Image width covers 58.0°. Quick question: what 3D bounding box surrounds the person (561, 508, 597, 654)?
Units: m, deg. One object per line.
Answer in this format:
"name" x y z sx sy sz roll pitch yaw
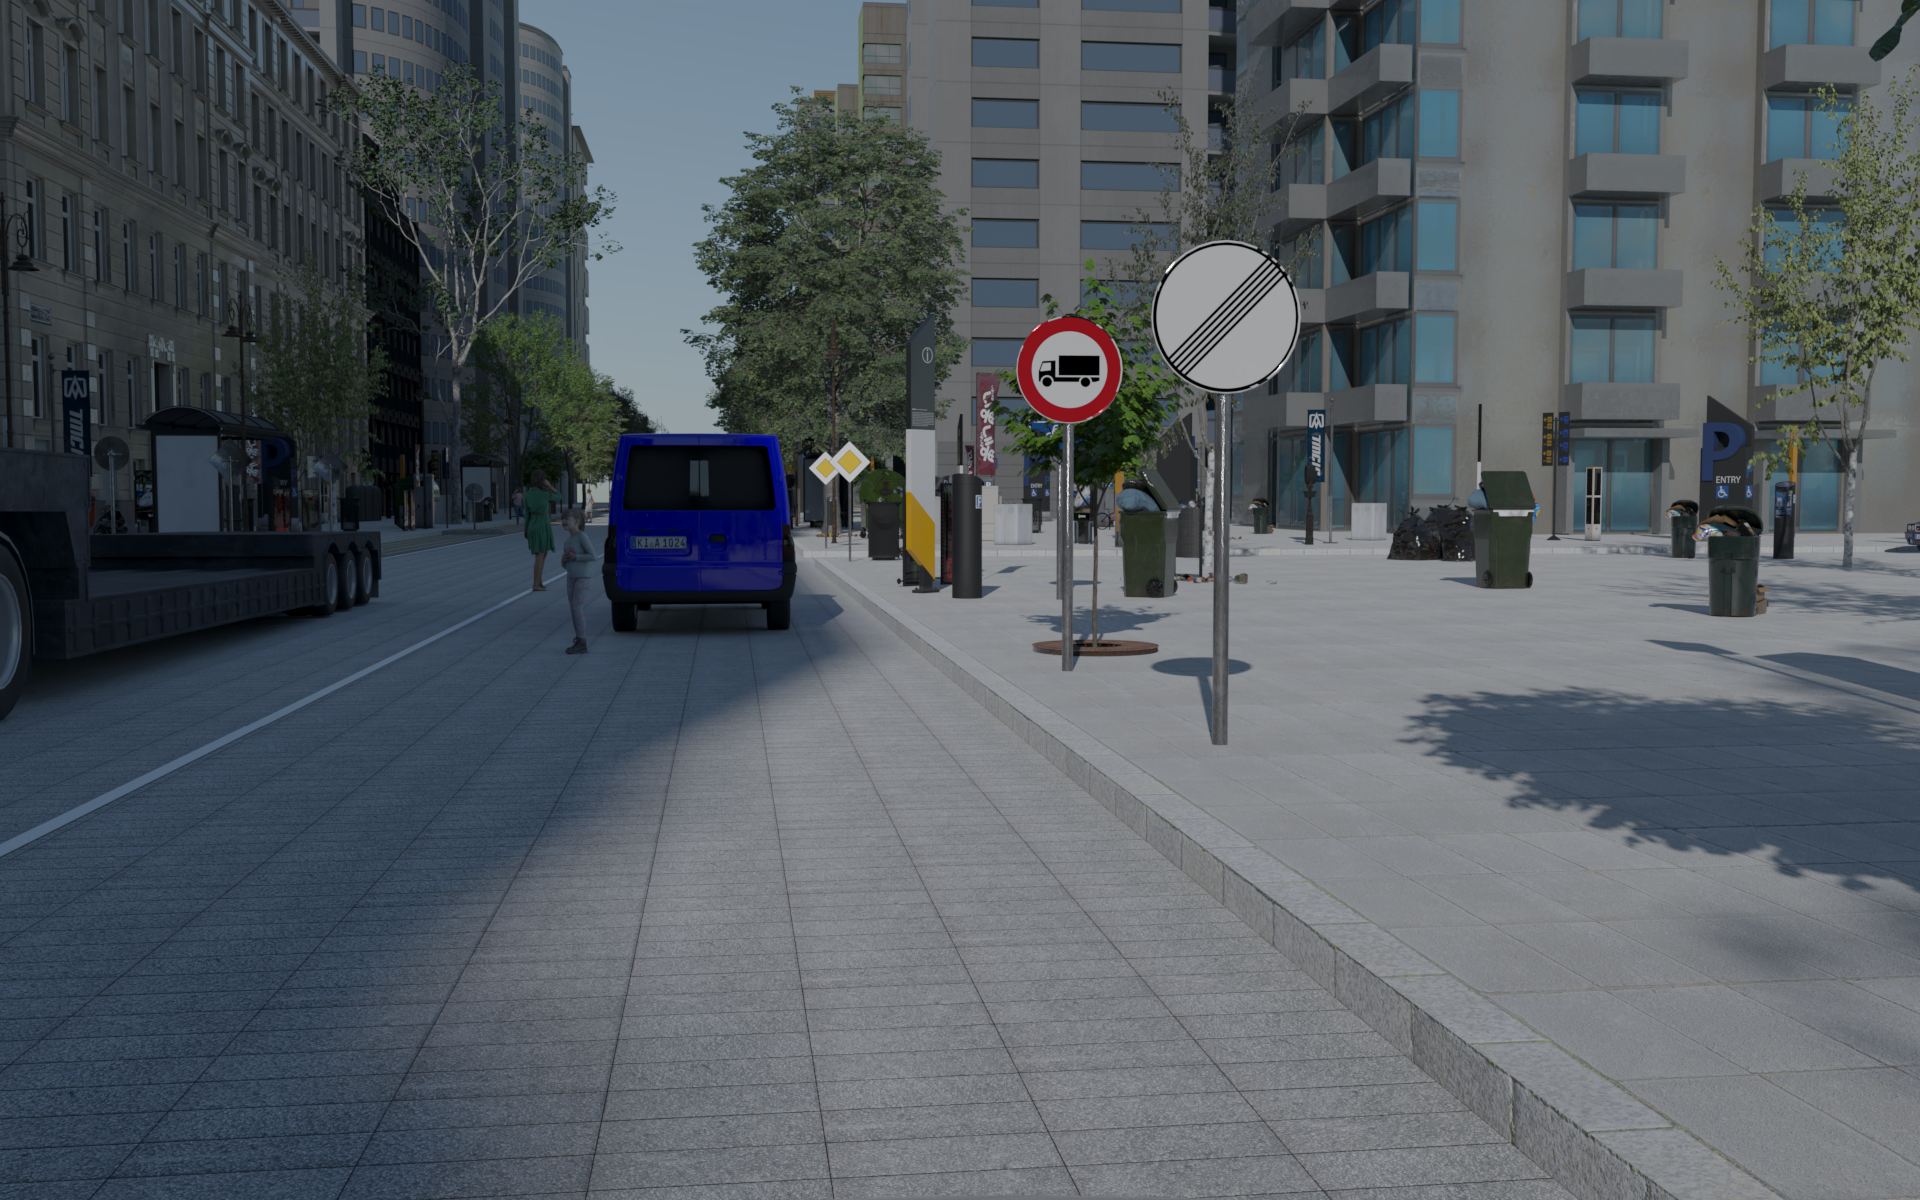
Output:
"person" -3.467 -0.175 15.641 0.425 1.301 0.394 2 4 25

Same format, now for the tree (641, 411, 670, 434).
"tree" -46.533 -21.160 256.335 12.009 13.543 11.850 0 3 0

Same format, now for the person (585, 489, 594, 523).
"person" -18.299 -4.649 85.508 0.522 1.701 0.512 0 4 3

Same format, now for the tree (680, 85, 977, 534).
"tree" -4.046 -9.113 55.649 9.857 13.997 8.962 0 3 0

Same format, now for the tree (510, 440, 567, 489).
"tree" -25.494 -7.400 104.709 4.285 4.588 4.351 0 3 0

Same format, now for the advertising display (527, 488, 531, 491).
"advertising display" -26.729 -6.345 108.957 0.974 1.923 0.123 -3 5 -41

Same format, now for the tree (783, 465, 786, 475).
"tree" -10.275 -6.196 95.910 1.663 3.219 1.824 0 3 0

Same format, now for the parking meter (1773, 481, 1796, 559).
"parking meter" 16.296 -1.579 34.235 0.372 1.533 0.369 0 3 0

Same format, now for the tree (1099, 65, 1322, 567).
"tree" 4.401 -4.907 30.600 4.360 8.622 3.978 0 3 0

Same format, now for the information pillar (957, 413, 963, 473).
"information pillar" 0.004 -3.623 50.594 0.183 3.616 0.504 -1 4 -10

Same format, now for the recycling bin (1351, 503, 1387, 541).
"recycling bin" 11.353 -2.173 48.079 0.722 1.027 0.722 -3 5 -44

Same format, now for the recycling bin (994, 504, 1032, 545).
"recycling bin" 1.346 -1.908 43.745 0.722 1.027 0.722 3 4 37

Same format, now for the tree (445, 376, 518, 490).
"tree" -30.066 -9.693 108.842 4.737 8.622 4.395 0 3 0

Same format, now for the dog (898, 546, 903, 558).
"dog" -1.377 -1.012 35.840 0.540 0.507 0.406 -1 4 -12

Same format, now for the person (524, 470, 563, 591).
"person" -6.255 -1.037 25.704 0.600 1.795 0.529 1 4 16

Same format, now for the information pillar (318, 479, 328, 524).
"information pillar" -27.720 -4.334 75.356 0.304 2.012 0.304 1 4 8

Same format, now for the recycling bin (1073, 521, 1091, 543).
"recycling bin" 3.032 -2.048 46.036 0.722 1.027 0.722 -1 4 -14

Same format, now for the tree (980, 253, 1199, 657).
"tree" 0.971 -1.193 14.109 1.663 3.219 1.824 0 3 0

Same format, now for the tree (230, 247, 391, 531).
"tree" -18.716 -6.182 51.438 4.737 8.622 4.395 0 3 0

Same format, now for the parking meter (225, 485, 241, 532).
"parking meter" -19.548 -2.336 46.603 0.372 1.533 0.369 0 3 0

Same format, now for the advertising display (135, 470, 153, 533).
"advertising display" -21.590 -2.524 46.483 0.974 1.923 0.123 -1 4 -13

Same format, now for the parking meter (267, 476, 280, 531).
"parking meter" -22.853 -3.180 57.701 0.255 1.863 0.399 1 4 11

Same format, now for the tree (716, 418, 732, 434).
"tree" -20.300 -16.482 179.847 12.009 13.543 11.850 0 3 0

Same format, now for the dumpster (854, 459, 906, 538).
"dumpster" -2.210 -2.875 49.499 1.502 2.255 1.985 0 4 -8

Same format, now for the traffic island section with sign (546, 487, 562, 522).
"traffic island section with sign" -20.895 -4.879 88.395 1.989 1.847 2.006 0 4 -8

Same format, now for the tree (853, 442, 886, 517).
"tree" -5.526 -7.051 99.003 4.285 4.588 4.351 0 3 0

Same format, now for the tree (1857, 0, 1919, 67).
"tree" 3.211 -1.180 3.008 4.285 4.588 4.351 0 3 0

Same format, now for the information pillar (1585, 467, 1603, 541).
"information pillar" 17.286 -2.616 47.258 0.304 2.012 0.304 -1 4 -20

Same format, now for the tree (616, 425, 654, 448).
"tree" -40.077 -16.901 210.750 8.767 10.594 7.601 3 5 40

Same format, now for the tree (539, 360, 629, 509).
"tree" -32.044 -13.998 146.999 7.486 12.596 7.792 0 3 0

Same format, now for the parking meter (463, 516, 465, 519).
"parking meter" -25.891 -4.984 89.903 0.372 1.533 0.369 0 3 0

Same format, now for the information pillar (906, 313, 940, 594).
"information pillar" -0.497 -1.895 22.335 0.183 3.616 0.504 3 5 40

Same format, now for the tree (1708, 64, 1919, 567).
"tree" 15.608 -4.896 30.410 4.737 8.622 4.395 0 3 0

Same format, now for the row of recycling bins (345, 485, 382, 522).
"row of recycling bins" -28.144 -4.572 81.861 1.069 1.692 3.534 0 4 -2

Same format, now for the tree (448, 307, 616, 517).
"tree" -24.688 -10.472 96.973 9.928 11.665 9.643 0 3 0

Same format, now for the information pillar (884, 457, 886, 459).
"information pillar" -4.824 -7.264 110.126 0.183 3.616 0.504 1 4 14

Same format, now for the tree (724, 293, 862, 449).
"tree" -7.998 -9.759 85.308 9.928 11.665 9.643 0 3 0

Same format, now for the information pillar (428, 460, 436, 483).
"information pillar" -32.591 -7.068 106.915 0.504 3.616 0.183 1 4 13

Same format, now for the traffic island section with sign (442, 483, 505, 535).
"traffic island section with sign" -17.294 -3.245 61.681 1.989 1.847 2.006 0 4 -8

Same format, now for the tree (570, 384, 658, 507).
"tree" -35.421 -15.931 177.476 9.611 12.733 9.660 0 3 0

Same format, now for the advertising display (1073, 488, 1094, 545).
"advertising display" 3.162 -2.395 44.376 0.123 1.923 0.974 -2 4 -24

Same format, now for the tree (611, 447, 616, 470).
"tree" -36.718 -14.592 188.944 4.360 8.622 3.978 0 3 0

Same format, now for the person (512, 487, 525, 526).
"person" -19.846 -4.226 78.189 0.643 1.750 0.593 2 4 26

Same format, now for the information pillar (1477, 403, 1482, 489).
"information pillar" 13.494 -3.284 45.047 0.183 3.616 0.504 1 4 15

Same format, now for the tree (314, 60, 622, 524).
"tree" -20.569 -13.343 74.045 12.611 20.169 13.585 0 3 0

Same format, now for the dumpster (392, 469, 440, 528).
"dumpster" -20.705 -3.879 65.917 1.502 2.255 1.985 0 4 -8

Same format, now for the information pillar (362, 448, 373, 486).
"information pillar" -29.755 -5.847 86.958 0.504 3.616 0.183 -1 4 -10

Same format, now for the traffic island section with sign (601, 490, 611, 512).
"traffic island section with sign" -27.564 -7.913 138.009 1.989 1.847 2.006 0 4 -8

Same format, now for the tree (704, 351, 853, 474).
"tree" -10.772 -11.540 105.687 9.611 12.733 9.660 0 3 0
